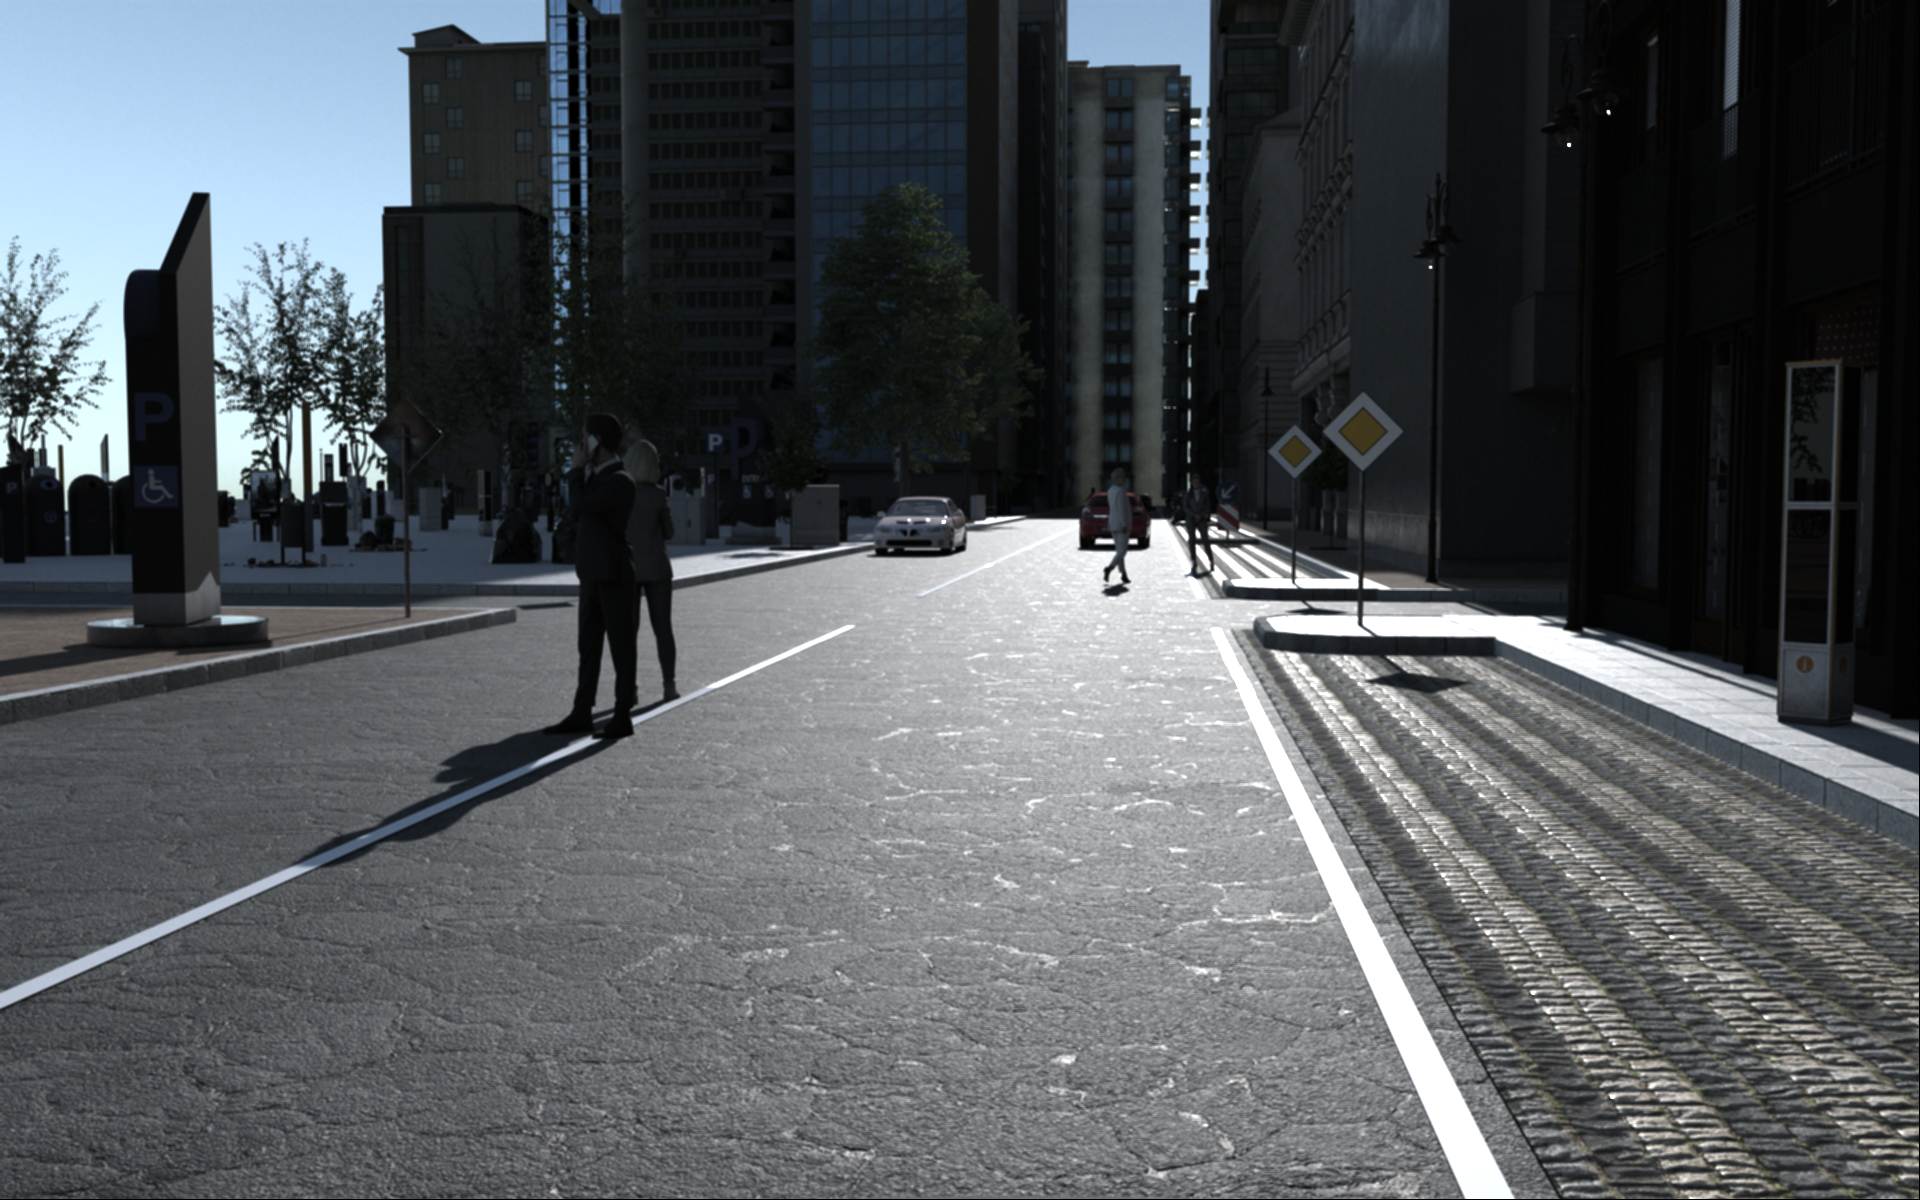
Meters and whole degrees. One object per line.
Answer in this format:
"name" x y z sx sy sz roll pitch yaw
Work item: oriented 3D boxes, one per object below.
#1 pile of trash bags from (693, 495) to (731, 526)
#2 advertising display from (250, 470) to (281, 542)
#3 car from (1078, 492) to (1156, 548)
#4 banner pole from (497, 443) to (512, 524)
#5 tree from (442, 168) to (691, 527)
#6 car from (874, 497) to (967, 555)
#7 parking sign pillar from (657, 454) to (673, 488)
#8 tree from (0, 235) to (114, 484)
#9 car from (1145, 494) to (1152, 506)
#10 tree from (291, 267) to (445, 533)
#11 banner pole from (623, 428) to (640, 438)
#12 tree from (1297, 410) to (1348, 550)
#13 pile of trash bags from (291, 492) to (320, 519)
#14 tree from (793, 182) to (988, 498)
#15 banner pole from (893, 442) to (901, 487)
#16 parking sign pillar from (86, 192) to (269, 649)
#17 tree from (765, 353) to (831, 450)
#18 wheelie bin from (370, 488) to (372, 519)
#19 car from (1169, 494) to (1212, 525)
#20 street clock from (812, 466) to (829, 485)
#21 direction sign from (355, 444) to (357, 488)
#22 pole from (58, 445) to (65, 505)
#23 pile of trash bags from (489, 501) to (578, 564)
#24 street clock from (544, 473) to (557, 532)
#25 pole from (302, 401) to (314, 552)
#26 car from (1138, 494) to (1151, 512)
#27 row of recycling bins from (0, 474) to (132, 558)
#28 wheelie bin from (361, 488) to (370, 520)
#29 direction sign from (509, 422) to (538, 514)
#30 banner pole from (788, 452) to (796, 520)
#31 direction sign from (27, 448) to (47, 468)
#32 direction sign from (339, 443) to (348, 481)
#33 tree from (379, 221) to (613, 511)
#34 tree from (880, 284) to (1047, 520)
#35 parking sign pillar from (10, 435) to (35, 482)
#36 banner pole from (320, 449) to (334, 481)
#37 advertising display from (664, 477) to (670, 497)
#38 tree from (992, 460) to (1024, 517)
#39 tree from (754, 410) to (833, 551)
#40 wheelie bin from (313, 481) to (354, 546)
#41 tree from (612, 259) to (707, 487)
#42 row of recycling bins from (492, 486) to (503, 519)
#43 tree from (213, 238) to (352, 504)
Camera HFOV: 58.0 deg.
"pile of trash bags" -10.869 -3.758 71.202 3.447 1.369 1.912 0 4 6
"advertising display" -18.774 -2.545 46.826 0.974 1.923 0.123 2 4 24
"car" 4.301 -2.366 47.717 2.155 1.783 4.494 1 4 8
"banner pole" -19.677 -5.190 74.875 0.863 3.779 0.401 2 4 26
"tree" -8.536 -5.489 40.102 4.737 8.622 4.395 0 3 0
"car" -0.921 -1.847 42.556 2.083 1.381 4.827 0 4 7
"parking sign pillar" -16.287 -6.466 94.199 1.447 3.967 1.447 0 4 -3
"tree" -27.218 -6.120 50.426 4.360 8.622 3.978 0 3 0
"car" 17.255 -9.497 164.077 1.959 1.807 4.718 0 4 6
"tree" -19.514 -6.459 55.959 4.737 8.622 4.395 0 3 0
"banner pole" -11.850 -4.459 62.920 0.863 3.779 0.401 1 4 10
"tree" 8.617 -2.788 40.190 1.663 3.219 1.824 0 3 0
"pile of trash bags" -33.618 -4.841 88.900 1.912 1.369 3.447 1 4 9
"tree" -2.412 -8.906 63.748 7.486 12.596 7.792 0 3 0
"banner pole" -2.441 -4.962 71.151 0.863 3.779 0.401 3 4 38
"parking sign pillar" -6.784 -1.619 14.936 1.447 3.967 1.447 -1 4 -11
"tree" -8.439 -8.546 90.095 4.360 8.622 3.978 0 3 0
"wheelie bin" -30.863 -5.034 90.208 0.980 1.594 0.693 2 4 28
"car" 10.782 -4.348 80.881 2.009 1.686 4.222 0 4 5
"street clock" -3.554 -2.402 43.839 0.358 2.002 0.471 -3 5 -42
"direction sign" -27.335 -5.288 78.463 0.379 3.537 0.876 -1 4 -22
"pole" -37.321 -4.777 71.940 0.158 3.312 0.155 0 3 0
"pile of trash bags" -7.149 -1.390 32.477 3.447 1.369 1.912 0 4 8
"street clock" -13.790 -3.289 58.347 0.471 2.002 0.358 3 5 42
"pole" -14.389 -2.713 38.207 0.158 3.312 0.155 0 3 0
"car" 14.363 -7.918 139.238 2.009 1.686 4.222 0 4 7
"row of recycling bins" -18.676 -1.778 36.178 1.069 1.692 3.534 3 5 44
"wheelie bin" -29.425 -4.675 84.338 0.693 1.594 0.980 0 4 6
"direction sign" -13.693 -3.816 54.396 0.876 3.537 0.379 0 4 -8
"banner pole" -8.125 -5.842 85.535 0.863 3.779 0.401 -3 4 -36
"direction sign" -45.776 -5.747 85.958 0.876 3.537 0.379 -2 4 -26
"direction sign" -27.530 -5.223 77.388 0.379 3.537 0.876 0 4 2
"tree" -12.371 -5.866 46.267 4.360 8.622 3.978 0 3 0
"tree" 0.202 -9.727 84.785 9.928 11.665 9.643 0 3 0
"parking sign pillar" -43.070 -5.576 79.637 1.447 3.967 1.447 0 4 1
"banner pole" -34.973 -6.455 95.558 0.863 3.779 0.401 -2 4 -25
"advertising display" -11.389 -3.802 67.375 0.123 1.923 0.974 -1 4 -16
"tree" 2.547 -6.384 98.985 1.663 3.219 1.824 0 3 0
"tree" -3.945 -2.767 39.845 1.663 3.219 1.824 0 3 0
"wheelie bin" -15.593 -2.148 43.033 0.980 1.594 0.693 -2 4 -24
"tree" -9.665 -6.340 54.029 4.360 8.622 3.978 0 3 0
"row of recycling bins" -24.079 -5.013 89.070 1.069 1.692 3.534 -2 4 -24
"tree" -19.390 -6.041 49.133 4.360 8.622 3.978 0 3 0
